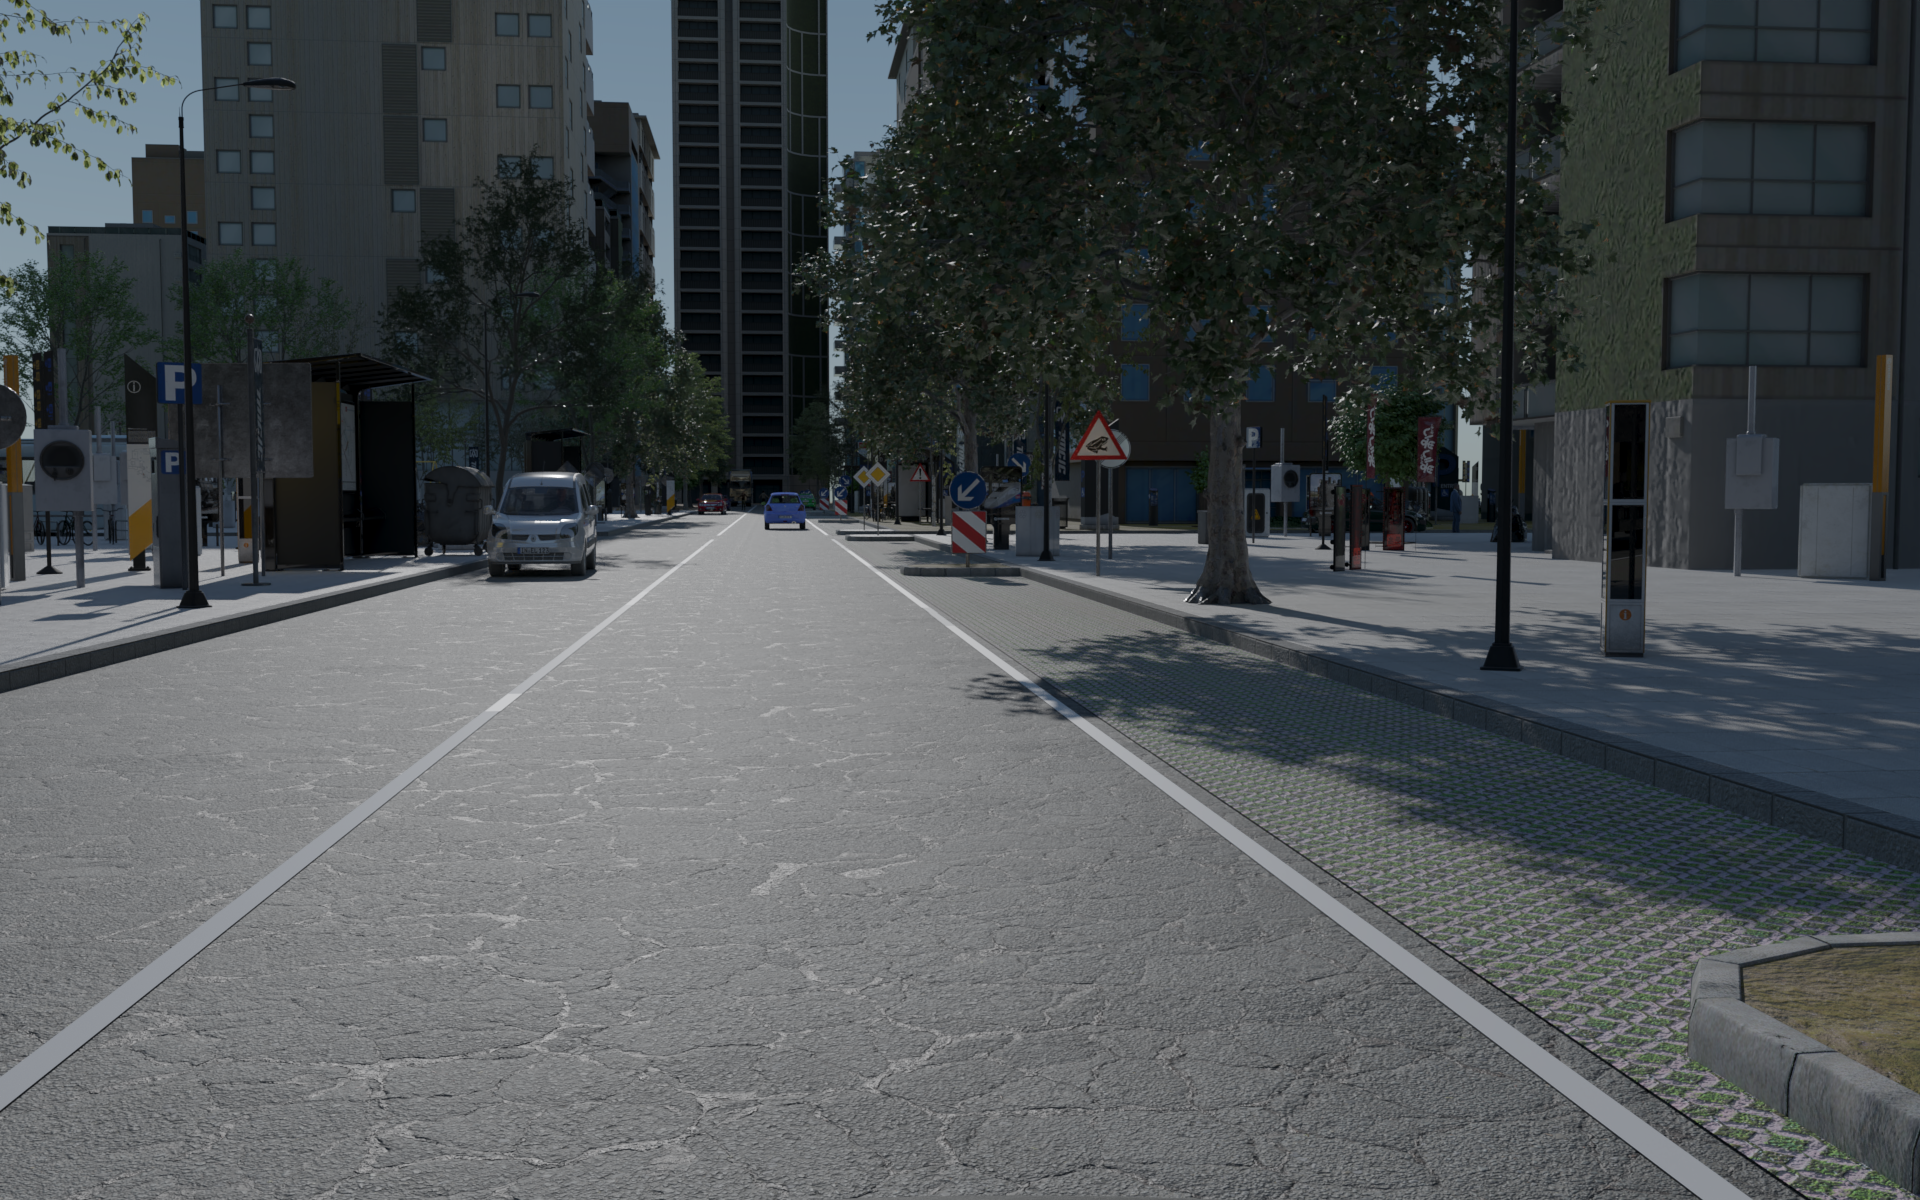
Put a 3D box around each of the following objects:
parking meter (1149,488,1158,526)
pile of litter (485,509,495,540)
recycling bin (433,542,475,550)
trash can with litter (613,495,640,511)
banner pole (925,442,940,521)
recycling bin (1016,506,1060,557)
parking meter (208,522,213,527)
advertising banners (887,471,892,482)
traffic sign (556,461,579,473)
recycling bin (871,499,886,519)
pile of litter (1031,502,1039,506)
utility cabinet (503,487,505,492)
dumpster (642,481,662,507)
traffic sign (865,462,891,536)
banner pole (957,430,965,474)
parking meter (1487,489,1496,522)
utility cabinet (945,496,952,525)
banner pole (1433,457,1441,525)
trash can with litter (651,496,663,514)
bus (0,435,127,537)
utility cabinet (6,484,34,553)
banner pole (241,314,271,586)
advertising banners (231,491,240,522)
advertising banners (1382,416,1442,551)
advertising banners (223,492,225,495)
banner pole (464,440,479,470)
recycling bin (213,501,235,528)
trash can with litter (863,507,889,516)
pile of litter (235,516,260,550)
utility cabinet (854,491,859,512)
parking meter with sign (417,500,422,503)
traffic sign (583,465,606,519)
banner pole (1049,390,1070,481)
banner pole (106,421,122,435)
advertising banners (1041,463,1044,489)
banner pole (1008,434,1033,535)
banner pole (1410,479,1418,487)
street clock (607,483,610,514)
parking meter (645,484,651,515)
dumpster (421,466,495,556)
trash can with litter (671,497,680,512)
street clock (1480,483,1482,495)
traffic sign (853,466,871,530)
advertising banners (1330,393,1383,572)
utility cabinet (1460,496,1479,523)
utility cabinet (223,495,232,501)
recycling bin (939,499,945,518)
[{"bbox_3d":[7.833,-3.774,70.112,0.372,1.533,0.369,0,3,0],"label":"parking meter"},{"bbox_3d":[-13.746,-2.146,49.056,1.176,0.858,1.719,2,4,32],"label":"pile of litter"},{"bbox_3d":[-12.122,-1.769,41.481,0.722,1.027,0.722,2,4,35],"label":"recycling bin"},{"bbox_3d":[-25.717,-7.477,133.306,2.233,1.210,1.678,0,4,6],"label":"trash can with litter"},{"bbox_3d":[-1.242,-5.655,82.484,0.401,3.779,0.863,-2,4,-24],"label":"banner pole"},{"bbox_3d":[1.607,-1.422,35.804,0.722,1.027,0.722,2,4,26],"label":"recycling bin"},{"bbox_3d":[-29.026,-3.602,67.308,0.372,1.533,0.369,0,3,0],"label":"parking meter"},{"bbox_3d":[-4.627,-8.235,130.821,2.074,3.025,0.090,0,4,-6],"label":"advertising banners"},{"bbox_3d":[-11.874,-2.983,52.410,0.795,2.450,0.064,0,4,-6],"label":"traffic sign"},{"bbox_3d":[-4.295,-4.798,91.001,0.722,1.027,0.722,0,4,-7],"label":"recycling bin"},{"bbox_3d":[4.164,-5.091,97.196,1.719,0.858,1.176,1,4,18],"label":"pile of litter"},{"bbox_3d":[-13.118,-2.656,52.098,1.173,1.500,0.318,-1,4,-18],"label":"utility cabinet"},{"bbox_3d":[-21.996,-7.445,124.224,1.502,2.255,1.985,0,4,-6],"label":"dumpster"},{"bbox_3d":[-2.532,-3.044,53.404,0.795,2.450,0.064,0,4,-6],"label":"traffic sign"},{"bbox_3d":[0.148,-3.844,52.864,0.401,3.779,0.863,-3,4,-39],"label":"banner pole"},{"bbox_3d":[24.138,-4.298,78.679,0.372,1.533,0.369,0,3,0],"label":"parking meter"},{"bbox_3d":[-0.470,-3.673,71.213,0.306,1.237,1.020,0,3,0],"label":"utility cabinet"},{"bbox_3d":[19.713,-4.999,71.750,0.401,3.779,0.863,1,4,21],"label":"banner pole"},{"bbox_3d":[-19.242,-5.964,108.904,1.055,1.170,0.624,1,4,9],"label":"trash can with litter"},{"bbox_3d":[-32.594,-3.653,54.589,13.247,3.499,2.948,0,4,-5],"label":"bus"},{"bbox_3d":[-20.610,-1.753,37.348,0.318,1.500,1.173,2,4,26],"label":"utility cabinet"},{"bbox_3d":[-9.925,-2.107,24.460,0.401,3.779,0.863,0,4,-7],"label":"banner pole"},{"bbox_3d":[-32.430,-4.995,77.849,0.090,3.025,2.074,-3,5,-39],"label":"advertising banners"},{"bbox_3d":[9.814,-2.633,39.237,2.074,3.025,0.090,1,4,13],"label":"advertising banners"},{"bbox_3d":[-49.840,-7.308,115.673,0.090,3.025,2.074,1,4,18],"label":"advertising banners"},{"bbox_3d":[-22.717,-5.529,80.413,0.863,3.779,0.401,0,4,-3],"label":"banner pole"},{"bbox_3d":[-27.903,-3.247,65.647,0.722,1.027,0.722,-1,4,-17],"label":"recycling bin"},{"bbox_3d":[-4.542,-5.511,101.162,2.233,1.210,1.678,0,4,-3],"label":"trash can with litter"},{"bbox_3d":[-16.229,-1.616,40.393,1.176,0.858,1.719,-3,4,-39],"label":"pile of litter"},{"bbox_3d":[-6.896,-6.862,120.867,0.318,1.500,1.173,2,4,34],"label":"utility cabinet"},{"bbox_3d":[-40.918,-8.134,129.246,0.543,3.016,1.738,2,4,27],"label":"parking meter with sign"},{"bbox_3d":[-12.739,-3.468,60.349,0.795,2.450,0.064,0,4,-6],"label":"traffic sign"},{"bbox_3d":[2.291,-3.112,40.903,0.863,3.779,0.401,-3,4,-36],"label":"banner pole"},{"bbox_3d":[-29.090,-4.264,59.734,0.863,3.779,0.401,2,4,24],"label":"banner pole"},{"bbox_3d":[5.287,-6.297,99.137,2.074,3.025,0.090,-3,5,-44],"label":"advertising banners"},{"bbox_3d":[1.747,-3.945,54.512,0.863,3.779,0.401,2,4,30],"label":"banner pole"},{"bbox_3d":[35.800,-8.981,136.860,0.863,3.779,0.401,0,4,4],"label":"banner pole"},{"bbox_3d":[-22.579,-6.483,110.564,0.471,2.002,0.358,-1,4,-19],"label":"street clock"},{"bbox_3d":[-18.912,-6.069,104.932,0.255,1.863,0.399,1,4,17],"label":"parking meter"},{"bbox_3d":[-10.538,-1.873,36.386,1.264,1.857,1.865,0,4,-6],"label":"dumpster"},{"bbox_3d":[-20.719,-7.020,126.170,0.624,1.170,1.055,-3,5,-40],"label":"trash can with litter"},{"bbox_3d":[35.672,-6.953,118.257,0.358,2.002,0.471,0,4,3],"label":"street clock"},{"bbox_3d":[-3.397,-3.529,61.342,0.795,2.450,0.064,0,4,-6],"label":"traffic sign"},{"bbox_3d":[6.692,-2.024,29.286,0.090,3.025,2.074,2,4,33],"label":"advertising banners"},{"bbox_3d":[22.119,-3.946,75.678,1.020,1.237,0.306,0,4,-6],"label":"utility cabinet"},{"bbox_3d":[-42.706,-5.465,100.521,1.020,1.237,0.306,0,4,4],"label":"utility cabinet"},{"bbox_3d":[-0.938,-4.844,91.756,0.722,1.027,0.722,-1,4,-17],"label":"recycling bin"}]
